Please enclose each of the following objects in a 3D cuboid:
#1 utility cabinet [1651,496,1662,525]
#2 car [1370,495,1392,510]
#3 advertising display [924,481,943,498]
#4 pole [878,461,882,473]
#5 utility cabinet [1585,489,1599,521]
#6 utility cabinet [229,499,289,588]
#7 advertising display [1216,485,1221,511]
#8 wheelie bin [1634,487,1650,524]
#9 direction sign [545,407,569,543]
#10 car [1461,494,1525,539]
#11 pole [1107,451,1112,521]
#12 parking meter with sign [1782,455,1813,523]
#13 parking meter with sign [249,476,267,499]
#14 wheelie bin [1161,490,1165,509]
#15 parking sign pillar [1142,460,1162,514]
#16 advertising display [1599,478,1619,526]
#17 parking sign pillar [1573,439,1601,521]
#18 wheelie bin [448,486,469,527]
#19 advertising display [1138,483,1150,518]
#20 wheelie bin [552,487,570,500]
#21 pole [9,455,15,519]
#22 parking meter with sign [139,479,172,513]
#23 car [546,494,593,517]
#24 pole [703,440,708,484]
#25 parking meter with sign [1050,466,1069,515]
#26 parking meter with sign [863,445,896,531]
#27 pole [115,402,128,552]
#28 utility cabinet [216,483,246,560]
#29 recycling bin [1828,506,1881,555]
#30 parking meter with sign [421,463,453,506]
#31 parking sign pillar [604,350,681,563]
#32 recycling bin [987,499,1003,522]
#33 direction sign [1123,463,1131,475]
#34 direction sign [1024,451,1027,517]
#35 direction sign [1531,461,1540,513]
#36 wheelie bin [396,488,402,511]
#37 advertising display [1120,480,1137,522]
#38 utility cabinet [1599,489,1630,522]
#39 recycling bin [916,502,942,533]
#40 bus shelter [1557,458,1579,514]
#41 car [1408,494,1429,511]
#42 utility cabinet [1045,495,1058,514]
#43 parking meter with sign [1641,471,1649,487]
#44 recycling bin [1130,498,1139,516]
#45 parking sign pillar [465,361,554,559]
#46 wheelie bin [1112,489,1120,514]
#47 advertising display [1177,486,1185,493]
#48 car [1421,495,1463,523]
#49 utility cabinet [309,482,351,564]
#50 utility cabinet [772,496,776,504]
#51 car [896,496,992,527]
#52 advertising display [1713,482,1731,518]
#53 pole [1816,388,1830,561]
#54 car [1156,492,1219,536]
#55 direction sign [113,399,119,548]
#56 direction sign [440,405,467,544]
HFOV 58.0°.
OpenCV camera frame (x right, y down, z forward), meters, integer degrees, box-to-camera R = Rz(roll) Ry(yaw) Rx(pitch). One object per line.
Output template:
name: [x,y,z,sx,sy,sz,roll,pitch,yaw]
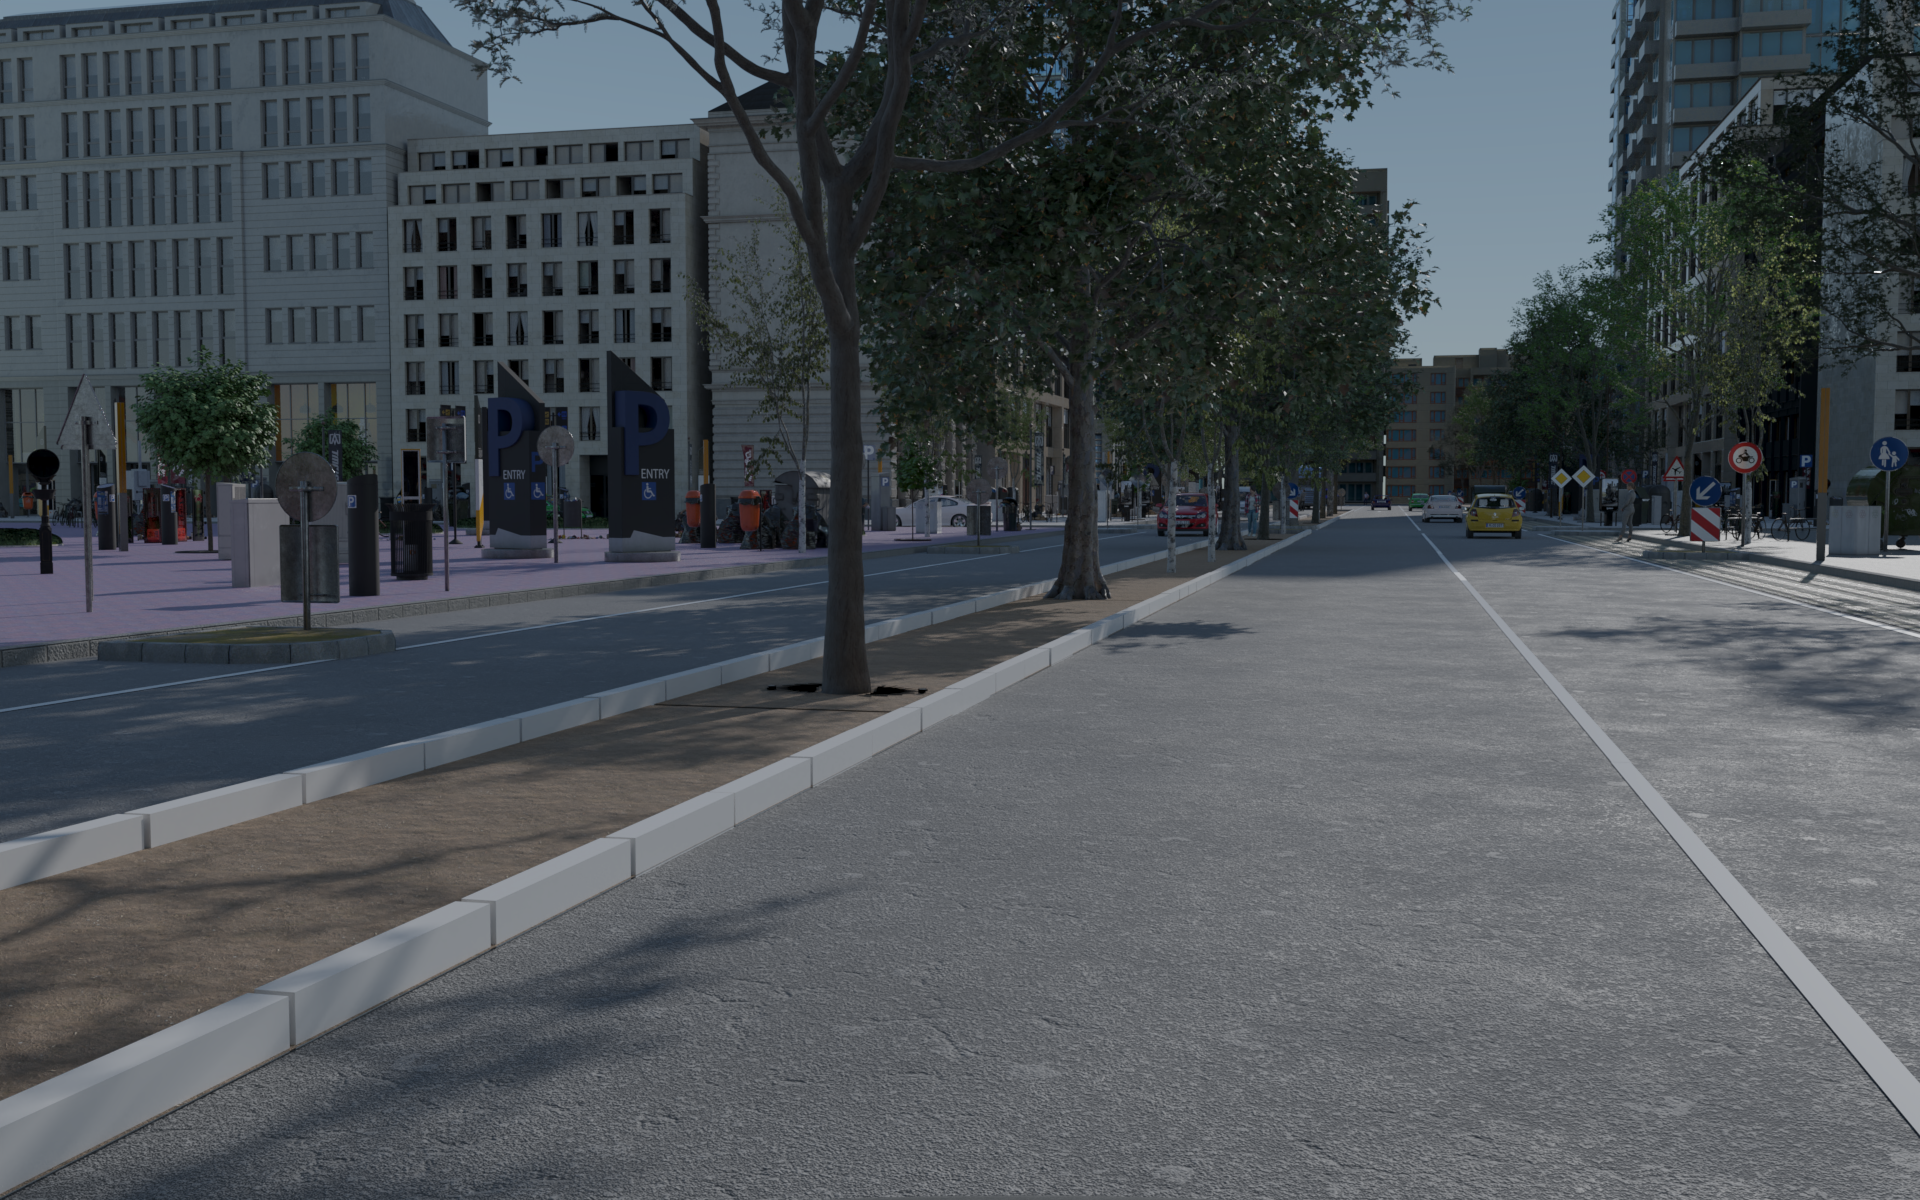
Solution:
utility cabinet: [28.995,-3.726,72.085,0.306,1.237,1.020,1,4,17]
car: [37.460,-8.654,154.070,1.945,1.354,3.894,1,4,13]
advertising display: [-1.244,-4.669,81.558,0.974,1.923,0.123,-2,4,-25]
pole: [-3.604,-5.153,78.102,0.158,3.312,0.155,0,3,0]
utility cabinet: [30.297,-4.504,82.317,0.318,1.500,1.173,-2,4,-31]
utility cabinet: [-9.787,-0.800,24.235,0.306,1.237,1.020,1,4,11]
advertising display: [19.149,-7.528,128.299,0.123,1.923,0.974,-1,4,-10]
wheelie bin: [29.216,-4.079,74.606,0.980,1.594,0.693,-3,4,-36]
direction sign: [-10.573,-3.250,45.133,0.876,3.537,0.379,1,4,21]
car: [17.519,-2.855,56.906,2.015,1.641,3.980,1,4,15]
pole: [7.158,-5.450,82.945,0.158,3.312,0.155,0,3,0]
parking meter with sign: [37.021,-4.915,76.620,1.738,3.016,0.543,-3,4,-39]
parking meter with sign: [-29.195,-4.643,72.177,0.543,3.016,1.738,0,4,4]
wheelie bin: [16.006,-7.901,137.089,0.693,1.594,0.980,-2,4,-25]
parking sign pillar: [12.110,-7.425,109.869,1.447,3.967,1.447,0,4,-6]
advertising display: [25.895,-3.908,69.116,0.974,1.923,0.123,-2,4,-28]
parking sign pillar: [30.487,-5.834,83.864,1.447,3.967,1.447,0,4,-8]
wheelie bin: [-19.729,-3.679,68.068,0.980,1.594,0.693,1,4,20]
advertising display: [9.835,-5.370,93.019,0.974,1.923,0.123,-3,4,-38]
wheelie bin: [-18.454,-4.420,80.182,0.693,1.594,0.980,3,4,36]
pole: [-49.732,-5.931,90.807,0.158,3.312,0.155,0,3,0]
parking meter with sign: [-42.166,-5.784,90.827,1.738,3.016,0.543,0,4,-1]
car: [-18.112,-4.019,74.503,4.718,1.807,1.959,1,4,13]
pole: [-9.553,-4.360,65.126,0.158,3.312,0.155,0,3,0]
parking meter with sign: [6.476,-6.770,106.947,1.738,3.016,0.543,-1,4,-18]
parking meter with sign: [-2.797,-3.933,60.559,0.543,3.016,1.738,-2,4,-33]
pole: [-18.723,-2.742,38.673,0.158,3.312,0.155,0,3,0]
utility cabinet: [-14.245,-1.544,33.927,0.318,1.500,1.173,-1,4,-11]
recycling bin: [18.941,-1.475,36.669,0.722,1.027,0.722,-1,4,-20]
parking meter with sign: [-26.592,-5.613,88.036,1.738,3.016,0.543,0,4,6]
parking sign pillar: [-6.072,-2.725,33.023,1.447,3.967,1.447,3,5,40]
recycling bin: [1.658,-4.192,81.099,0.722,1.027,0.722,2,4,29]
direction sign: [12.081,-8.107,124.541,0.876,3.537,0.379,2,4,35]
direction sign: [3.485,-6.093,91.612,0.379,3.537,0.876,0,4,-4]
direction sign: [39.230,-7.709,118.036,0.379,3.537,0.876,-1,4,-19]
wheelie bin: [-25.613,-4.418,80.150,0.693,1.594,0.980,1,4,15]
advertising display: [7.809,-4.630,80.909,0.123,1.923,0.974,-2,4,-28]
utility cabinet: [29.984,-4.314,79.218,1.173,1.500,0.318,1,4,9]
recycling bin: [-1.026,-2.705,56.773,0.722,1.027,0.722,1,4,13]
bus shelter: [39.056,-7.355,111.539,1.731,3.624,6.357,1,4,14]
car: [38.894,-8.424,146.525,1.959,1.807,4.718,1,4,13]
utility cabinet: [5.998,-6.210,112.701,1.020,1.237,0.306,3,5,41]
parking meter with sign: [50.475,-8.047,127.823,0.543,3.016,1.738,2,4,27]
recycling bin: [10.430,-5.444,101.558,0.722,1.027,0.722,-2,4,-26]
parking sign pillar: [-8.905,-2.833,34.797,1.447,3.967,1.447,3,4,37]
wheelie bin: [9.704,-6.272,110.461,0.693,1.594,0.980,0,4,6]
advertising display: [18.449,-8.553,145.048,0.974,1.923,0.123,2,4,24]
car: [24.449,-4.615,87.824,2.083,1.381,4.827,1,4,13]
utility cabinet: [-11.328,-1.402,31.594,0.318,1.500,1.173,3,5,43]
utility cabinet: [-6.764,-3.271,64.642,0.306,1.237,1.020,-3,5,-42]
car: [-1.080,-3.539,70.223,4.827,1.381,2.083,1,4,14]
advertising display: [41.479,-5.448,94.288,0.974,1.923,0.123,0,4,-5]
pole: [16.625,-2.417,33.365,0.158,3.312,0.155,0,3,0]
car: [7.919,-3.120,60.046,2.155,1.783,4.494,1,4,14]
direction sign: [-20.205,-3.027,41.493,0.379,3.537,0.876,-2,4,-28]
direction sign: [-12.914,-3.194,44.227,0.379,3.537,0.876,2,4,27]
